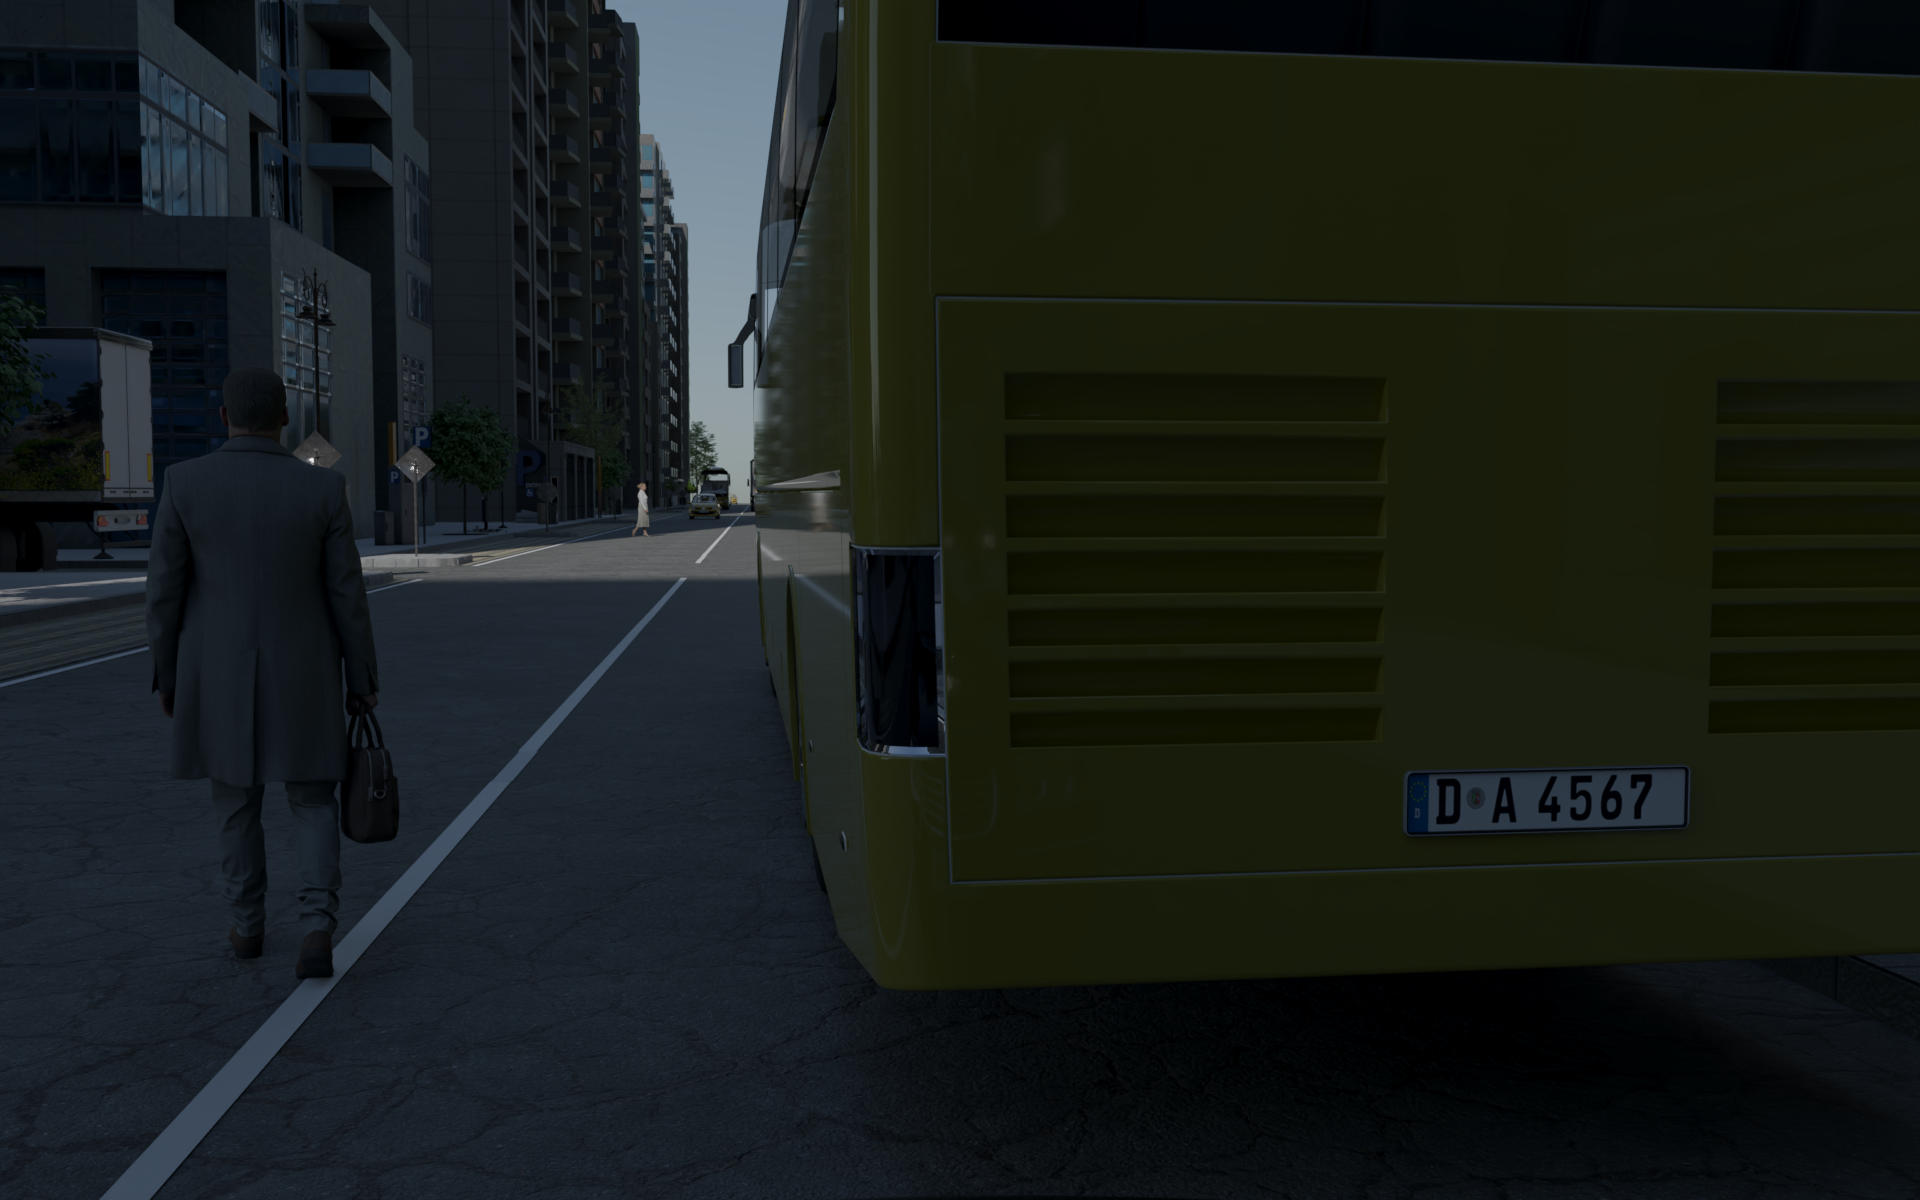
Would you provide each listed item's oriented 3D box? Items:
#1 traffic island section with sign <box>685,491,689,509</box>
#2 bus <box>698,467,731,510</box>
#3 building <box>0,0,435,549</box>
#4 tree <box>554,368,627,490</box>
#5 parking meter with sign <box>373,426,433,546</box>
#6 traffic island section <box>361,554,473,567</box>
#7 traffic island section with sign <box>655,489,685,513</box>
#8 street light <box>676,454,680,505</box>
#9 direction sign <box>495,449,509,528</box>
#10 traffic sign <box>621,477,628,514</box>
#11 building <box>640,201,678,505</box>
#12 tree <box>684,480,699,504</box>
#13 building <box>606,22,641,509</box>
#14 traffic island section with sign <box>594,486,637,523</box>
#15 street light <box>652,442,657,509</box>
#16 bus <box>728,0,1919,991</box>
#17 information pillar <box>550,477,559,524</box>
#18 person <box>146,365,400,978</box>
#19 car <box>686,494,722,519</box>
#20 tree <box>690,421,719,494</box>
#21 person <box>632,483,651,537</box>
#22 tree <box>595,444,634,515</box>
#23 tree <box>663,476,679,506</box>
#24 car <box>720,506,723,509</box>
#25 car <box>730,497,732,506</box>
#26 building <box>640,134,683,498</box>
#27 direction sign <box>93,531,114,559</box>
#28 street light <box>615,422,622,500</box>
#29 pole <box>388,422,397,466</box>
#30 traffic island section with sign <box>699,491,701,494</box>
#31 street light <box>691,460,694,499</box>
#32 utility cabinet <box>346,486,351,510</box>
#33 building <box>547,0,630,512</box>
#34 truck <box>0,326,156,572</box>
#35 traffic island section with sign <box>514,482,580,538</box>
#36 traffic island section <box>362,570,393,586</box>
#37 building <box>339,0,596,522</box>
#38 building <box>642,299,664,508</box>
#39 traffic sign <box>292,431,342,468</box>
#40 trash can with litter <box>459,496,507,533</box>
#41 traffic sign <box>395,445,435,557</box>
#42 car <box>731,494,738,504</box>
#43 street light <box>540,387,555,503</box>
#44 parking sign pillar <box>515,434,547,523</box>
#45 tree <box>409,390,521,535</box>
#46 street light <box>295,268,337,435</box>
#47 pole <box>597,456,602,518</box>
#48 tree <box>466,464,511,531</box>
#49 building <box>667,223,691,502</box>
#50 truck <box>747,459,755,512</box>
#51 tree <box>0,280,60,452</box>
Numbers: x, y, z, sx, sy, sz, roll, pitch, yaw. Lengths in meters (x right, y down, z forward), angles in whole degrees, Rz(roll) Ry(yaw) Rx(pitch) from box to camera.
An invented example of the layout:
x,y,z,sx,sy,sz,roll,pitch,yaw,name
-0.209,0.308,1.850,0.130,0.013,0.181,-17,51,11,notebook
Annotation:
x,y,z,sx,sy,sz,roll,pitch,yaw,name
-25.732,-9.337,161.281,1.989,1.847,2.006,0,4,-7,traffic island section with sign
-22.619,-10.332,160.473,2.896,3.916,12.252,0,4,-7,bus
-28.891,-45.228,52.142,22.319,86.520,31.000,0,4,-7,building
-21.763,-9.297,102.366,4.737,8.622,4.395,0,3,0,tree
-14.084,-2.904,43.738,0.543,3.016,1.738,1,4,21,parking meter with sign
-11.152,-0.807,35.469,2.009,0.180,2.903,0,4,-7,traffic island section
-22.636,-7.699,134.503,1.989,1.847,2.006,0,4,-7,traffic island section with sign
-31.632,-13.551,194.346,0.468,5.910,1.993,0,4,-7,street light
-17.135,-4.455,64.833,0.379,3.537,0.876,1,4,17,direction sign
-21.507,-6.727,110.092,0.768,2.556,0.104,0,4,-1,traffic sign
-49.814,-31.279,203.296,32.217,40.220,23.993,0,4,-7,building
-35.463,-14.183,226.485,1.663,3.219,1.824,0,3,0,tree
-34.201,-28.221,145.013,14.154,41.232,14.086,0,4,-7,building
-16.891,-4.671,84.999,1.989,1.847,2.006,0,4,-7,traffic island section with sign
-26.528,-10.849,150.168,0.468,5.910,1.993,0,4,-7,street light
0.250,-1.076,9.147,2.896,3.916,12.252,0,4,-8,bus
-17.208,-4.221,73.507,0.304,2.012,0.304,-1,4,-17,information pillar
-2.074,0.205,5.244,0.694,1.812,0.767,-1,4,-19,person
-14.614,-5.439,99.154,2.015,1.641,3.980,0,4,-6,car
-40.910,-21.411,268.203,7.486,12.596,7.792,0,3,0,tree
-10.647,-2.999,57.756,0.641,1.798,0.478,0,4,7,person
-21.797,-7.528,106.789,4.285,4.588,4.351,0,3,0,tree
-31.437,-11.774,187.107,1.663,3.219,1.824,0,3,0,tree
-24.190,-9.752,172.020,1.945,1.354,3.894,0,4,-5,car
-28.529,-12.267,209.363,1.959,1.807,4.718,0,4,-8,car
-49.426,-37.364,230.504,23.786,49.044,30.456,0,4,-7,building
-16.934,-2.577,34.131,0.876,3.537,0.379,-3,4,-38,direction sign
-22.026,-8.485,111.523,0.468,5.910,1.993,0,4,-7,street light
-16.139,-3.392,49.306,0.158,3.312,0.155,0,3,0,pole
-35.236,-14.350,243.250,1.989,1.847,2.006,0,4,-7,traffic island section with sign
-35.990,-15.916,233.007,0.468,5.910,1.993,0,4,-7,street light
-14.513,-1.919,40.051,0.318,1.500,1.173,1,4,10,utility cabinet
-35.509,-28.658,123.175,22.147,44.769,28.867,0,4,-7,building
-20.079,-2.496,29.726,11.283,4.237,2.839,0,4,-5,truck
-13.746,-3.002,57.714,1.989,1.847,2.006,0,4,-7,traffic island section with sign
-10.234,-0.321,27.537,2.009,0.180,2.903,0,4,-7,traffic island section
-29.474,-39.649,86.509,20.563,71.187,20.611,0,4,-7,building
-43.322,-19.652,166.342,27.650,21.520,28.899,0,4,-7,building
-10.211,-1.458,27.478,0.795,2.450,0.064,0,4,-7,traffic sign
-16.084,-2.882,58.174,1.678,1.210,2.233,-1,4,-9,trash can with litter
-11.130,-1.943,35.410,0.795,2.450,0.064,0,4,-7,traffic sign
-31.975,-14.173,241.951,2.015,1.641,3.980,0,4,-6,car
-17.780,-6.243,74.865,0.468,5.910,1.993,0,4,-7,street light
-19.081,-5.420,77.085,1.447,3.967,1.447,1,4,10,parking sign pillar
-15.522,-4.320,54.342,4.285,4.588,4.351,0,3,0,tree
-13.172,-3.839,35.551,0.468,5.910,1.993,0,4,-7,street light
-19.276,-6.040,92.602,0.158,3.312,0.155,0,3,0,pole
-16.469,-4.041,60.677,1.663,3.219,1.824,0,3,0,tree
-46.957,-34.851,253.405,14.154,41.232,14.086,0,4,-7,building
-15.988,-9.404,142.667,2.839,4.237,11.283,-1,4,-8,truck
-11.546,-2.126,18.480,4.285,4.588,4.351,0,3,0,tree
